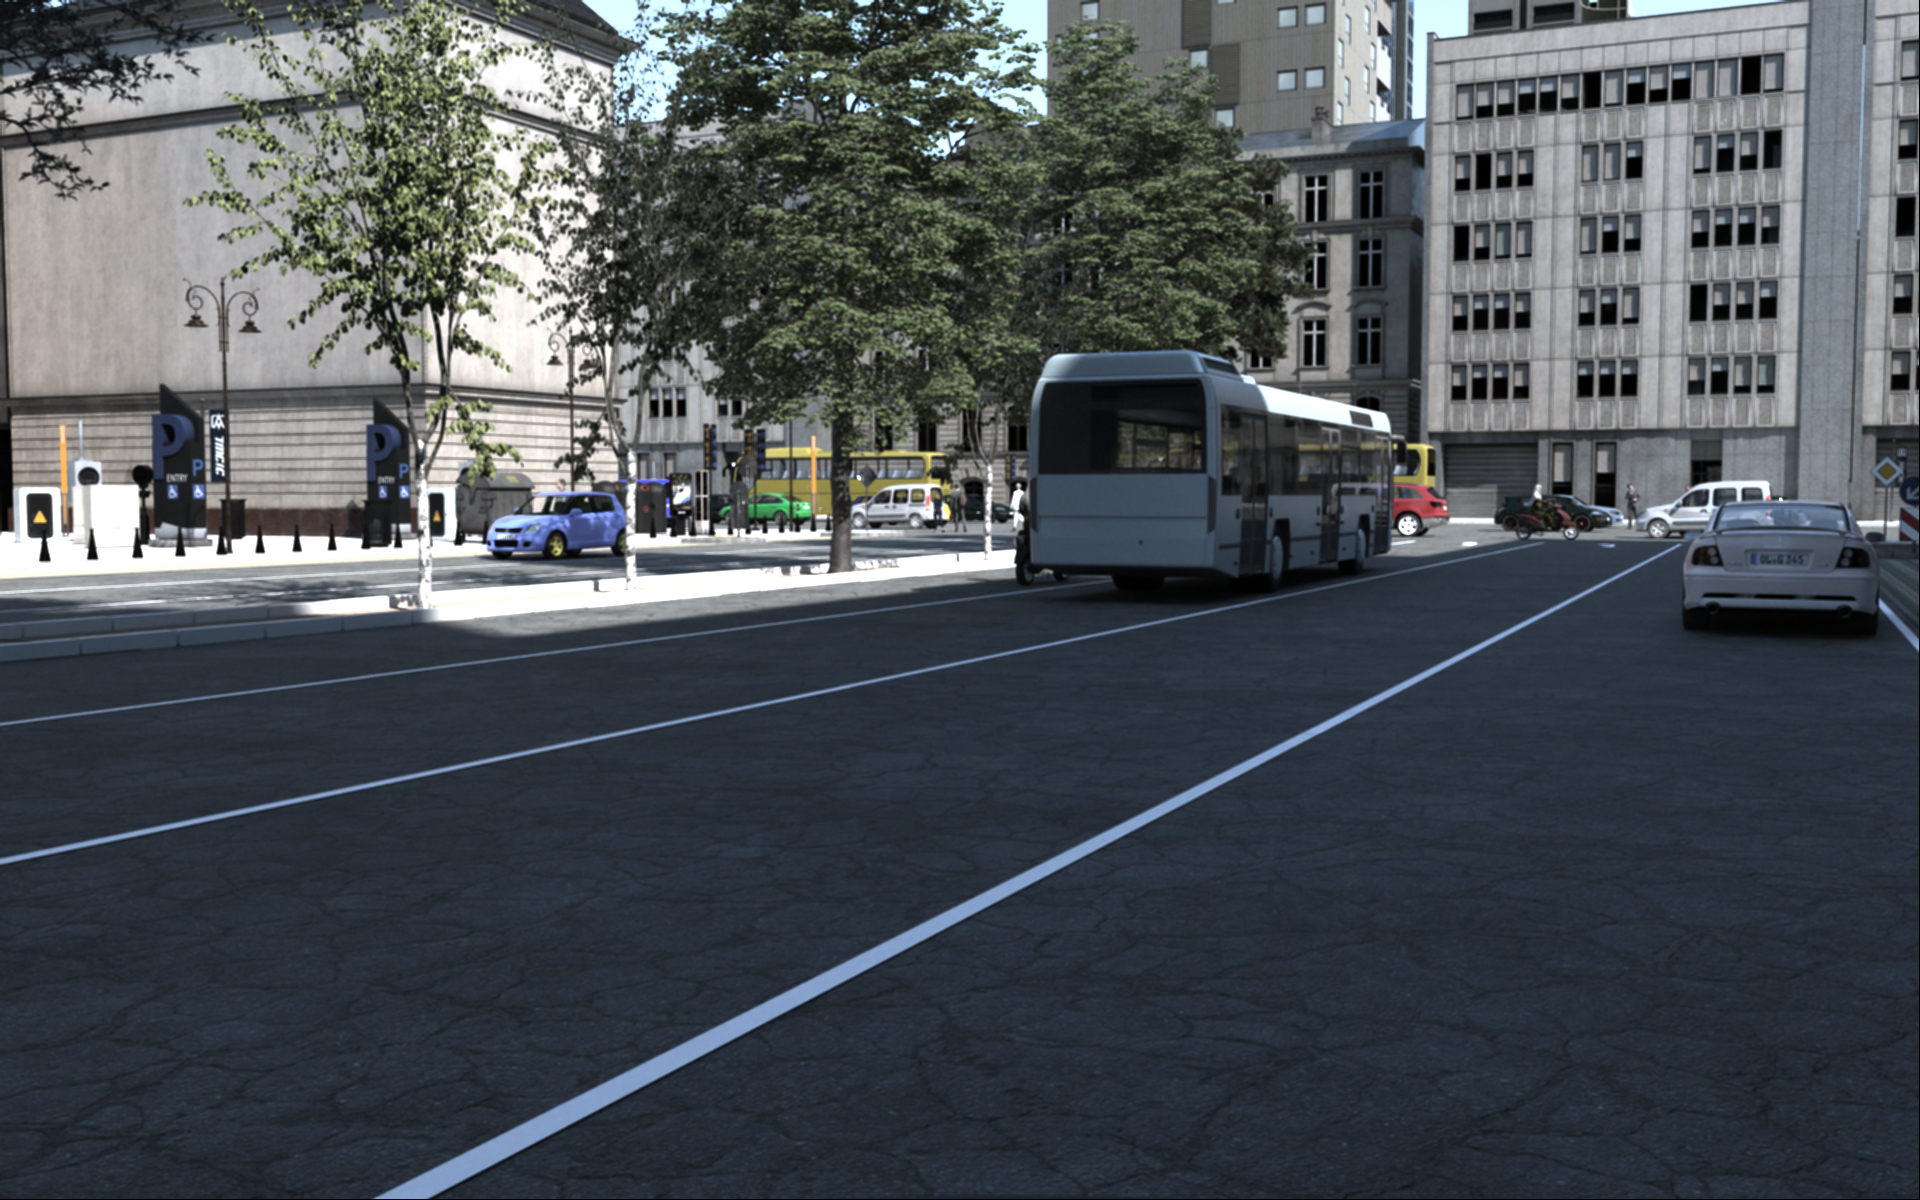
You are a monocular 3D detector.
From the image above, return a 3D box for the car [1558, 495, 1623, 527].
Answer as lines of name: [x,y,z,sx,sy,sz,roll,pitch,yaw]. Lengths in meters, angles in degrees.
car: [26.184,-3.832,74.660,4.499,1.417,2.014,2,4,26]

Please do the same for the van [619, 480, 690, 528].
van: [-14.250,-4.275,74.277,5.245,2.365,2.240,2,4,27]

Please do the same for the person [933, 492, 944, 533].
person: [-0.780,-3.253,64.235,0.613,1.512,0.480,3,4,38]

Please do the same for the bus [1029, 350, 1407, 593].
bus: [4.810,-2.056,28.484,2.948,3.499,13.247,2,4,24]

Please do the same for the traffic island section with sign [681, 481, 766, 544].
traffic island section with sign: [-6.797,-2.579,50.801,1.989,1.847,2.006,2,4,25]

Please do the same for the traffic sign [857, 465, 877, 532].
traffic sign: [-3.182,-3.395,59.153,0.795,2.450,0.064,2,4,25]

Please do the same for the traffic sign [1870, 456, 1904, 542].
traffic sign: [24.615,-2.593,46.042,0.795,2.450,0.064,2,4,25]

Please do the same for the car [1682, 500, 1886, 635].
car: [9.120,-0.420,19.237,2.083,1.381,4.827,2,4,26]

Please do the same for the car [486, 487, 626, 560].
car: [-9.062,-1.814,39.243,1.945,1.707,3.694,2,4,27]

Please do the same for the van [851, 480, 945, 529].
van: [-2.699,-3.973,71.977,4.112,2.044,2.013,2,4,25]

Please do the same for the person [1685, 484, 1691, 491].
person: [27.653,-3.498,65.816,0.434,1.807,0.598,1,4,22]

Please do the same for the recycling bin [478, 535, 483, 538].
recycling bin: [-13.639,-2.325,50.570,0.722,1.027,0.722,-2,4,-30]

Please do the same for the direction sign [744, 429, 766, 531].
direction sign: [-7.157,-4.189,60.494,0.876,3.537,0.379,2,4,29]

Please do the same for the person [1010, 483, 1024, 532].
person: [2.252,-3.492,65.473,0.818,1.842,0.514,2,4,33]

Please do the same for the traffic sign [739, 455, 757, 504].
traffic sign: [-6.886,-3.422,56.063,0.768,2.556,0.104,2,4,32]

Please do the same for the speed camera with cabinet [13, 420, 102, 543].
speed camera with cabinet: [-23.841,-3.145,45.758,0.660,3.252,2.038,3,5,43]

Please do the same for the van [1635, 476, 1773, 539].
van: [23.748,-2.952,55.276,4.112,2.044,2.013,2,4,27]

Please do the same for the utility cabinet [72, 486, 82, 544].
utility cabinet: [-22.232,-2.179,44.305,0.318,1.500,1.173,0,4,4]

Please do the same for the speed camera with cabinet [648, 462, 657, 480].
speed camera with cabinet: [-19.491,-6.921,107.501,0.660,3.252,2.038,-3,4,-36]

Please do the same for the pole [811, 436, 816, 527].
pole: [-5.115,-4.076,60.482,0.158,3.312,0.155,0,3,0]

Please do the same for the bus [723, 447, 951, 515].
bus: [-6.506,-6.073,90.845,12.252,3.916,2.896,2,4,25]

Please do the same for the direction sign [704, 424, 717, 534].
direction sign: [-8.084,-3.922,56.116,0.379,3.537,0.876,1,4,18]

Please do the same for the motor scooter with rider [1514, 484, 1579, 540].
motor scooter with rider: [18.467,-2.790,54.587,1.986,1.779,0.876,2,4,24]

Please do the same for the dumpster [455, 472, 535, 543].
dumpster: [-12.213,-2.428,45.459,1.264,1.857,1.865,2,4,25]

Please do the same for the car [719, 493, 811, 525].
car: [-9.080,-4.408,80.866,4.718,1.807,1.959,2,4,26]

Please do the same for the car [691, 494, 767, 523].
car: [-11.085,-4.559,84.331,4.222,1.686,2.009,2,4,23]

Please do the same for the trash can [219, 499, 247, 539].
trash can: [-20.586,-2.289,49.079,0.748,1.137,0.748,0,3,0]

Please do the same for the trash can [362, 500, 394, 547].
trash can: [-14.034,-1.843,41.791,0.748,1.137,0.748,0,3,0]

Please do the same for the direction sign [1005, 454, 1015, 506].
direction sign: [2.843,-6.469,97.772,0.379,3.537,0.876,3,5,41]

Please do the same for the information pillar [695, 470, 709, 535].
information pillar: [-8.013,-3.012,53.744,0.304,2.012,0.304,2,4,35]

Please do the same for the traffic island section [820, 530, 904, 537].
traffic island section: [-3.207,-2.260,59.226,2.009,0.180,2.903,2,4,25]

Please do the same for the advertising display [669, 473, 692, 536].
advertising display: [-8.628,-2.951,53.462,0.123,1.923,0.974,2,4,29]

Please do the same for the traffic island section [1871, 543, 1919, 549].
traffic island section: [24.640,-1.457,46.109,2.009,0.180,2.903,2,4,25]

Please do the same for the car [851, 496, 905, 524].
car: [-3.614,-4.447,85.283,3.894,1.354,1.945,2,4,27]

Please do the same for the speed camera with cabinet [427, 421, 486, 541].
speed camera with cabinet: [-13.697,-3.236,47.244,2.038,3.252,0.660,2,4,34]

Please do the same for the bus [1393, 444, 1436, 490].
bus: [14.534,-5.193,76.455,12.252,3.916,2.896,2,4,24]

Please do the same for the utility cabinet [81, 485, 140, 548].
utility cabinet: [-20.065,-1.976,40.988,0.318,1.500,1.173,2,4,35]

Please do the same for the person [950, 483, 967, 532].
person: [-0.061,-3.488,65.497,0.622,1.834,0.822,-1,4,-14]

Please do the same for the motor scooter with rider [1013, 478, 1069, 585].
motor scooter with rider: [1.352,-1.150,27.769,0.876,1.779,1.986,2,4,27]

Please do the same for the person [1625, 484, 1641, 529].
person: [27.569,-3.829,70.909,0.655,1.846,0.447,2,4,30]

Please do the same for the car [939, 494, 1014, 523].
car: [0.705,-4.688,86.431,4.222,1.686,2.009,2,4,26]

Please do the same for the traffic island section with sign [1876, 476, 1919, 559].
traffic island section with sign: [21.121,-1.833,38.604,1.989,1.847,2.006,2,4,25]

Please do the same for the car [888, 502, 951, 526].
car: [-2.412,-4.231,79.392,3.980,1.641,2.015,2,4,27]

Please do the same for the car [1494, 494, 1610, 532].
car: [22.717,-3.470,66.524,4.222,1.686,2.009,2,4,27]

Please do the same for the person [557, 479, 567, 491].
person: [-10.028,-2.134,43.494,0.767,1.812,0.694,-1,4,-14]

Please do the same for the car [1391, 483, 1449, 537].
car: [14.011,-3.098,59.325,5.304,1.827,2.281,2,4,24]

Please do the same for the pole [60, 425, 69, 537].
pole: [-26.595,-3.522,51.428,0.158,3.312,0.155,0,3,0]

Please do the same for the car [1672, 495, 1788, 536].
car: [25.351,-2.891,57.057,4.222,1.686,2.009,2,4,24]
